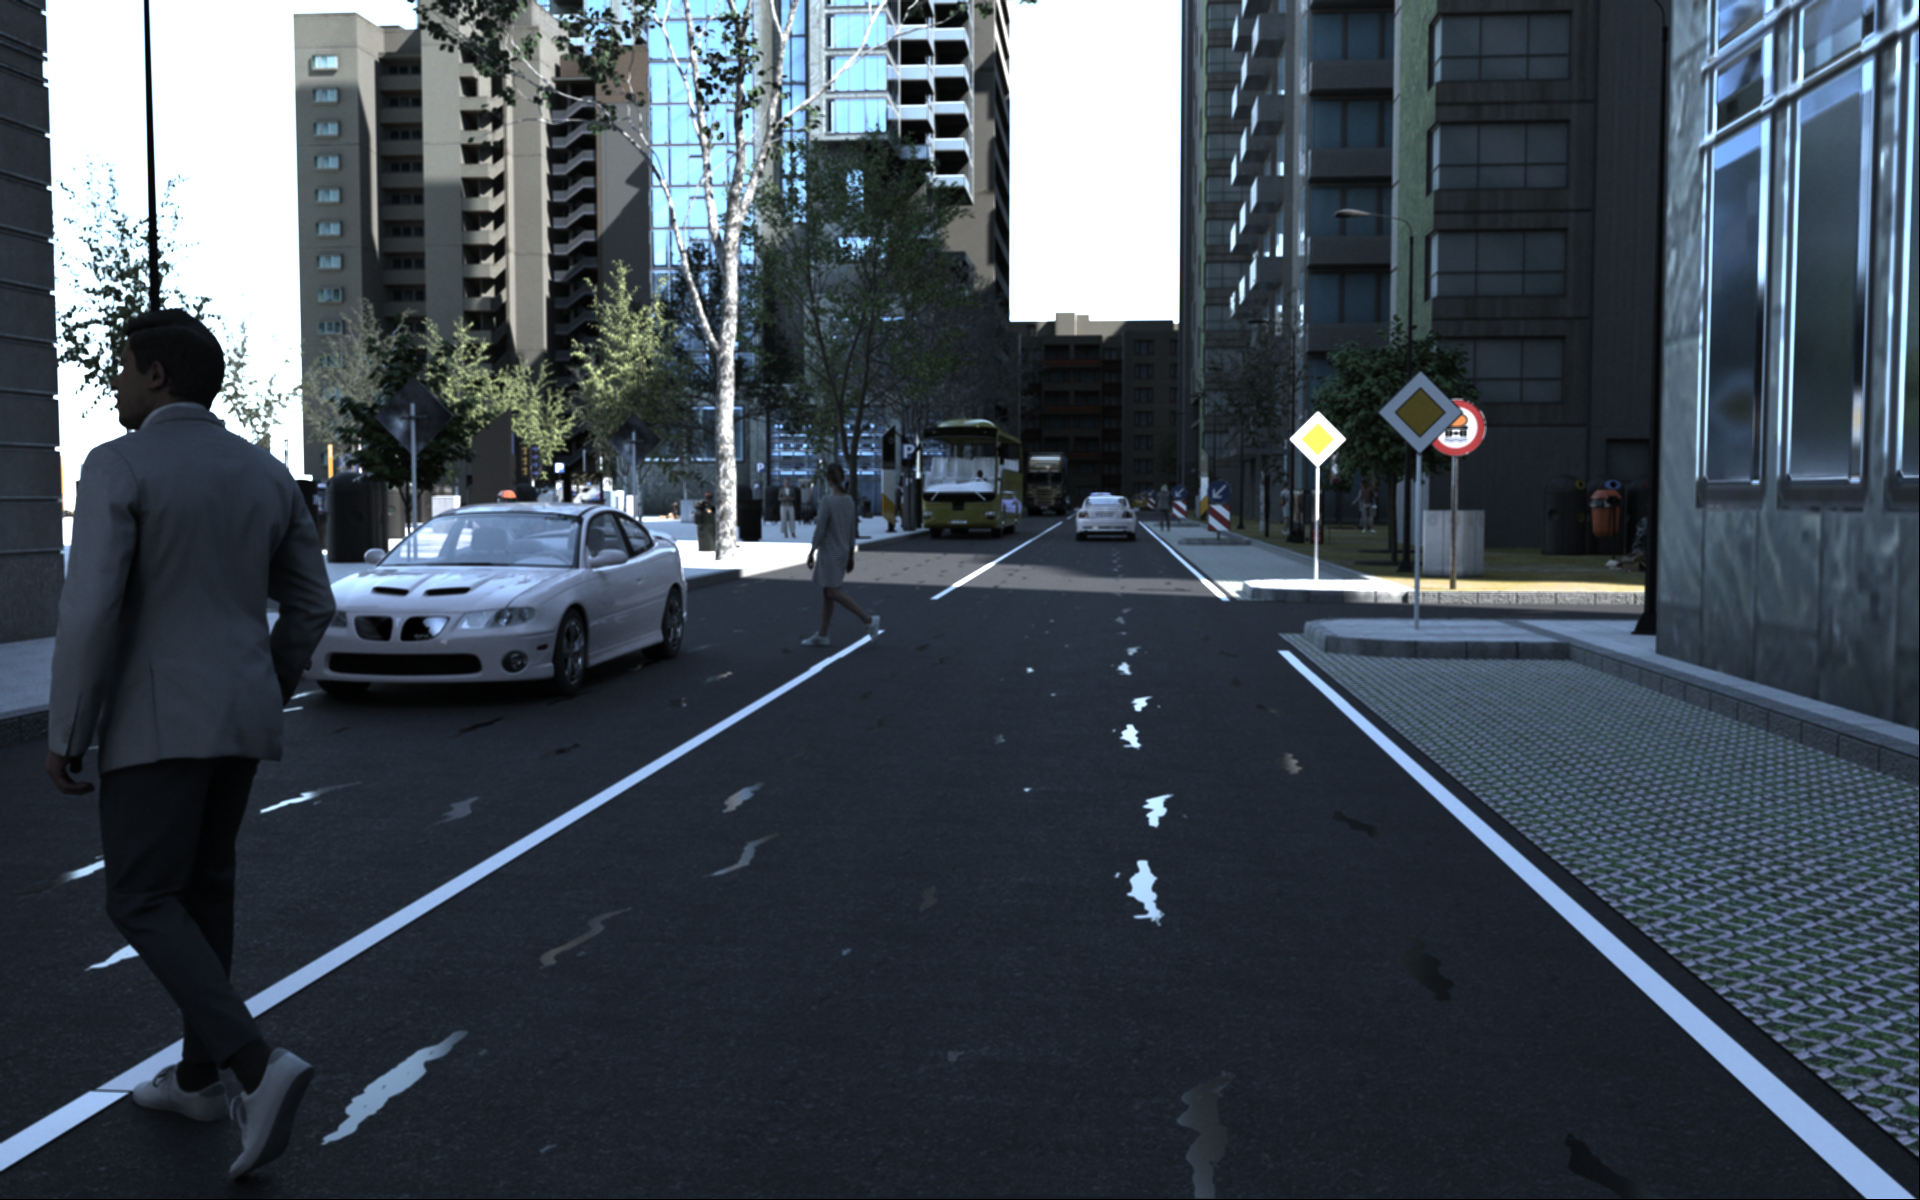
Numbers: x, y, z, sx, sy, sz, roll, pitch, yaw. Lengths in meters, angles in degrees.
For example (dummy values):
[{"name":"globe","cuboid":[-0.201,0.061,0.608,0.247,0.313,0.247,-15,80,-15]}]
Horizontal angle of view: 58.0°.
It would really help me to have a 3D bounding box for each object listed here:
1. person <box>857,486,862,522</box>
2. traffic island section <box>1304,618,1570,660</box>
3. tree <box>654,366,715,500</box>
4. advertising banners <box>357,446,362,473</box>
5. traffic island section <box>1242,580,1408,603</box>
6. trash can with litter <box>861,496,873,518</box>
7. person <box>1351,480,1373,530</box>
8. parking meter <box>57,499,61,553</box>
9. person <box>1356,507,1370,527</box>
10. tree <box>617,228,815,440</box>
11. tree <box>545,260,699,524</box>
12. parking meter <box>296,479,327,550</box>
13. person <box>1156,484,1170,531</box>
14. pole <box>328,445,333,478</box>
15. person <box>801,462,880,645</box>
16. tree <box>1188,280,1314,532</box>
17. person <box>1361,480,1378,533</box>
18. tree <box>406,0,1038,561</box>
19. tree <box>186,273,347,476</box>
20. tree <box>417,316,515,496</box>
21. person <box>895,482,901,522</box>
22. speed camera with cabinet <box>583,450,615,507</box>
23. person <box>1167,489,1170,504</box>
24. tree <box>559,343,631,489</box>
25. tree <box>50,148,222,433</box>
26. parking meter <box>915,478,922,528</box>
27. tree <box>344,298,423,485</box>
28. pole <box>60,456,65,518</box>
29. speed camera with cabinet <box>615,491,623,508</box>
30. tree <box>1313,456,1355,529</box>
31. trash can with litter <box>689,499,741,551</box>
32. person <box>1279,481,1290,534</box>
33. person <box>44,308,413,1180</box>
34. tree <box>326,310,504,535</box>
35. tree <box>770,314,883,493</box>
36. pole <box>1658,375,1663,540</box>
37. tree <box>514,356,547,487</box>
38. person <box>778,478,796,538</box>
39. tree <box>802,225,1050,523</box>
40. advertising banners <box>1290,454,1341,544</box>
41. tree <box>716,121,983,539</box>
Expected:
[{"name":"person","cuboid":[-4.648,-4.359,77.706,0.661,1.777,0.834,3,5,44]},{"name":"traffic island section","cuboid":[4.366,0.360,16.401,2.009,0.180,2.903,0,4,5]},{"name":"tree","cuboid":[-15.650,-9.040,98.174,4.360,8.622,3.978,0,3,0]},{"name":"advertising banners","cuboid":[-15.822,-3.001,45.262,0.090,3.025,2.074,0,4,-7]},{"name":"traffic island section","cuboid":[5.048,-0.127,24.357,2.009,0.180,2.903,0,4,5]},{"name":"trash can with litter","cuboid":[-4.891,-4.966,92.578,0.624,1.170,1.055,-1,4,-23]},{"name":"person","cuboid":[14.564,-3.428,62.365,0.678,1.792,0.850,-3,4,-39]},{"name":"parking meter","cuboid":[-16.943,-1.454,32.188,0.372,1.533,0.369,0,3,0]},{"name":"person","cuboid":[15.598,-3.711,66.823,0.767,1.812,0.694,0,4,-2]},{"name":"tree","cuboid":[-8.602,-7.773,61.505,7.601,10.594,8.767,0,4,1]},{"name":"tree","cuboid":[-10.068,-6.352,54.219,4.737,8.622,4.395,0,3,0]},{"name":"parking meter","cuboid":[-11.022,-1.274,29.236,0.372,1.533,0.369,0,3,0]},{"name":"person","cuboid":[7.815,-3.544,66.619,0.537,1.800,0.526,1,4,15]},{"name":"pole","cuboid":[-25.935,-4.745,71.418,0.158,3.312,0.155,0,3,0]},{"name":"person","cuboid":[-1.126,-0.433,16.326,0.760,1.731,0.466,0,4,3]},{"name":"tree","cuboid":[10.117,-6.623,58.648,4.360,8.622,3.978,0,3,0]},{"name":"person","cuboid":[13.705,-3.170,57.844,0.580,1.828,0.573,0,4,-7]},{"name":"tree","cuboid":[-4.384,-10.908,34.234,12.611,20.169,13.585,0,3,0]},{"name":"tree","cuboid":[-24.010,-6.622,58.634,4.360,8.622,3.978,0,3,0]},{"name":"tree","cuboid":[-20.862,-7.367,70.820,4.737,8.622,4.395,0,3,0]},{"name":"person","cuboid":[-2.775,-4.540,80.046,0.755,1.850,0.659,-1,4,-12]},{"name":"speed camera with cabinet","cuboid":[-16.583,-5.116,77.983,0.660,3.252,2.038,2,4,28]},{"name":"person","cuboid":[19.908,-9.834,166.702,0.599,1.838,0.709,-1,4,-10]},{"name":"tree","cuboid":[-17.553,-8.269,85.557,4.360,8.622,3.978,0,3,0]},{"name":"tree","cuboid":[-17.771,-5.303,37.070,4.737,8.622,4.395,0,3,0]},{"name":"parking meter","cuboid":[-1.634,-3.611,64.746,0.255,1.863,0.399,-3,5,-41]},{"name":"tree","cuboid":[-21.527,-6.978,64.461,4.360,8.622,3.978,0,3,0]},{"name":"pole","cuboid":[-47.859,-6.022,92.307,0.158,3.312,0.155,0,3,0]},{"name":"speed camera with cabinet","cuboid":[-18.379,-5.927,91.245,0.660,3.252,2.038,-3,5,-42]},{"name":"tree","cuboid":[14.243,-4.276,64.516,1.663,3.219,1.824,0,3,0]},{"name":"trash can with litter","cuboid":[-5.468,-1.672,38.725,1.055,1.170,0.624,-3,5,-42]},{"name":"person","cuboid":[10.437,-2.954,55.347,0.522,1.701,0.512,-2,4,-30]},{"name":"person","cuboid":[-1.641,0.277,3.819,0.795,1.843,0.661,2,4,29]},{"name":"tree","cuboid":[-5.970,-1.461,18.483,1.663,3.219,1.824,0,3,0]},{"name":"tree","cuboid":[-5.236,-7.209,68.234,4.737,8.622,4.395,0,3,0]},{"name":"pole","cuboid":[11.277,-2.066,27.618,0.158,3.312,0.155,0,3,0]},{"name":"tree","cuboid":[-22.704,-8.720,92.934,4.737,8.622,4.395,0,3,0]},{"name":"person","cuboid":[-5.057,-2.699,50.717,0.519,1.759,0.362,-1,4,-10]},{"name":"tree","cuboid":[-1.881,-10.188,76.950,12.009,13.543,11.850,0,3,0]},{"name":"advertising banners","cuboid":[9.173,-2.956,44.520,0.090,3.025,2.074,-2,4,-27]},{"name":"tree","cuboid":[-3.192,-7.580,49.688,9.928,11.665,9.643,0,3,0]}]
